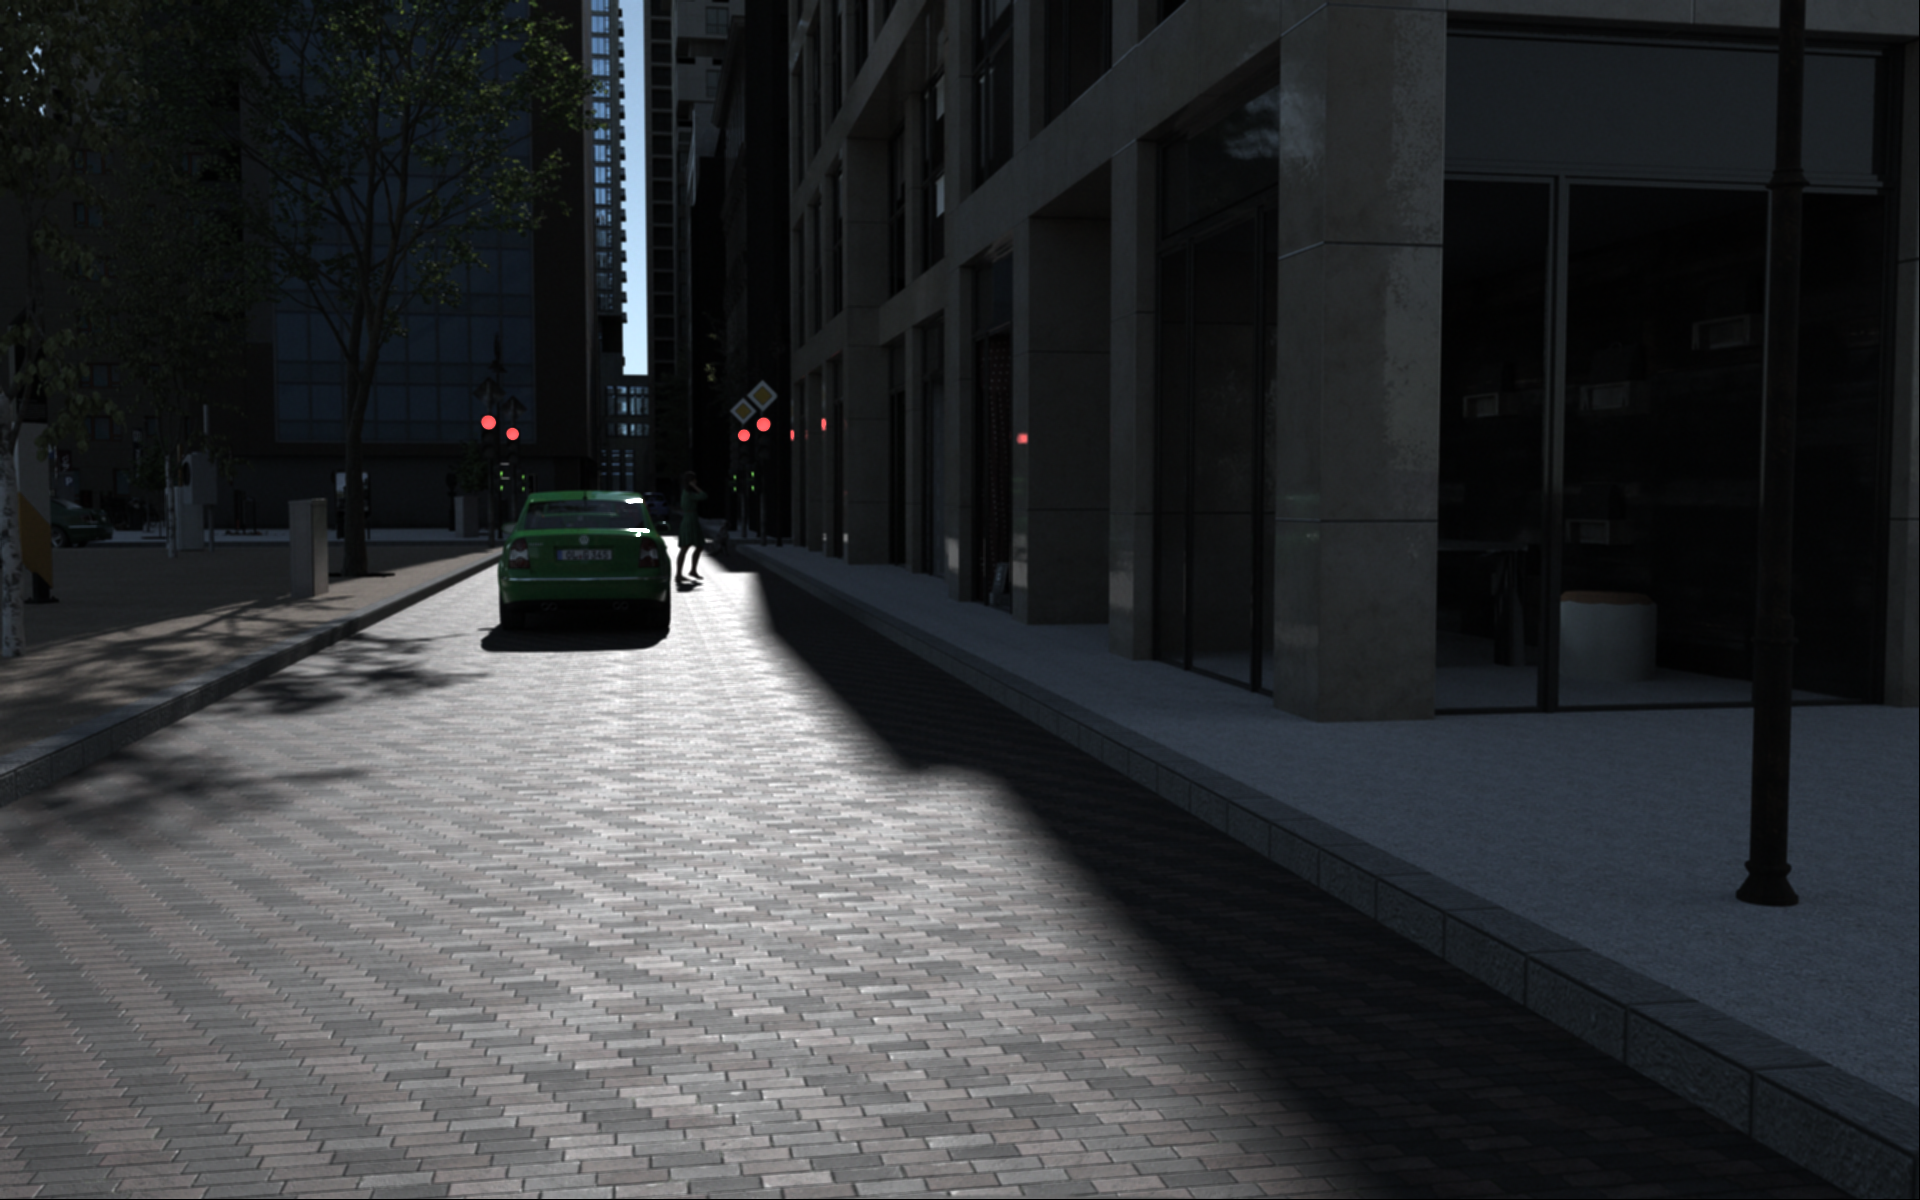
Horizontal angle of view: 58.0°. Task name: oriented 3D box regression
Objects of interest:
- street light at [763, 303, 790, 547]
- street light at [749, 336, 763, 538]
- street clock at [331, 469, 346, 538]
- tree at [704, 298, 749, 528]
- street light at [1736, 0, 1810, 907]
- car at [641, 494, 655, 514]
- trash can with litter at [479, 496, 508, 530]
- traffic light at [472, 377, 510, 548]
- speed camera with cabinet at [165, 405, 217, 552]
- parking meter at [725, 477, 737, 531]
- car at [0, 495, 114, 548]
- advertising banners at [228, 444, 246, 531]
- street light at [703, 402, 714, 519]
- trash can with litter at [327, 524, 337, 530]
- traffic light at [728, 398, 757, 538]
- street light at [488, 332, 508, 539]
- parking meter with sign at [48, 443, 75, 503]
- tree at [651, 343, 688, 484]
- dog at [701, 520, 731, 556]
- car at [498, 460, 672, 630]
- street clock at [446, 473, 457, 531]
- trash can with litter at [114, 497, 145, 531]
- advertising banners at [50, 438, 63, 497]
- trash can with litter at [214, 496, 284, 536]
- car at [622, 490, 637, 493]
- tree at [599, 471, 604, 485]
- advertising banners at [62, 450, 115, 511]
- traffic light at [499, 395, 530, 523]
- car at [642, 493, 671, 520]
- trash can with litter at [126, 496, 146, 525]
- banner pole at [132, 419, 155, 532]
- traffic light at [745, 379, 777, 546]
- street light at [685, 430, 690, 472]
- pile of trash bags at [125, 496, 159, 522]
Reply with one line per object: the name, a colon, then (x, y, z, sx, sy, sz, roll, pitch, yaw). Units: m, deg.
street light: (-4.411, -4.240, 42.116, 0.468, 5.910, 1.993, -1, 4, -10)
street light: (-5.931, -4.779, 50.924, 0.468, 5.910, 1.993, -1, 4, -10)
street clock: (-18.013, -2.801, 50.366, 0.471, 2.002, 0.358, 1, 4, 19)
tree: (-7.812, -7.019, 65.123, 4.360, 8.622, 3.978, 0, 3, 0)
street light: (2.551, -1.988, 5.294, 0.468, 5.910, 1.993, -1, 4, -10)
car: (-11.832, -3.179, 61.011, 2.155, 1.783, 4.494, -1, 4, -10)
trash can with litter: (-16.886, -3.127, 62.183, 2.233, 1.210, 1.678, -1, 4, -11)
traffic light: (-11.216, -3.211, 41.428, 0.839, 4.253, 0.868, -1, 4, -10)
speed camera with cabinet: (-17.243, -2.719, 38.794, 0.660, 3.252, 2.038, -3, 5, -40)
parking meter: (-7.960, -3.337, 60.265, 0.255, 1.863, 0.399, 3, 4, 36)
car: (-23.980, -1.938, 43.477, 4.920, 1.459, 2.131, -1, 4, -10)
advertising banners: (-25.519, -3.970, 61.103, 0.090, 3.025, 2.074, -1, 4, -9)
street light: (-12.665, -7.005, 87.325, 0.468, 5.910, 1.993, -1, 4, -10)
trash can with litter: (-22.264, -3.124, 62.138, 1.678, 1.210, 2.233, -1, 4, -9)
traffic light: (-6.323, -3.765, 50.470, 0.839, 4.253, 0.868, -1, 4, -10)
street light: (-13.169, -4.688, 49.437, 0.468, 5.910, 1.993, -1, 4, -10)
parking meter with sign: (-30.224, -3.796, 58.332, 1.738, 3.016, 0.543, 2, 4, 30)
tree: (-19.443, -12.951, 129.879, 7.486, 12.596, 7.792, 0, 3, 0)
dog: (-5.710, -1.435, 40.291, 0.800, 0.831, 0.513, -1, 4, -12)
car: (-4.255, -0.670, 19.748, 1.959, 1.807, 4.718, -1, 4, -11)
street clock: (-17.600, -3.391, 60.011, 0.358, 2.002, 0.471, -3, 5, -39)
trash can with litter: (-28.972, -2.994, 60.332, 1.055, 1.170, 0.624, 0, 4, 4)
advertising banners: (-28.437, -3.557, 54.353, 0.090, 3.025, 2.074, -2, 4, -34)
trash can with litter: (-22.426, -2.639, 54.212, 2.233, 1.210, 1.678, 2, 4, 29)
car: (-33.315, -10.143, 174.504, 2.281, 1.827, 5.304, -1, 4, -8)
tree: (-36.412, -11.313, 168.687, 4.285, 4.588, 4.351, 0, 3, 0)
advertising banners: (-34.885, -4.463, 69.162, 2.074, 3.025, 0.090, -3, 5, -43)
traffic light: (-12.673, -3.692, 49.280, 0.839, 4.253, 0.868, -1, 4, -10)
car: (-16.943, -5.270, 95.749, 1.945, 1.707, 3.694, -1, 4, -9)
trash can with litter: (-34.827, -3.726, 71.984, 1.678, 1.210, 2.233, 3, 5, 41)
banner pole: (-27.252, -4.139, 57.693, 0.401, 3.779, 0.863, 1, 4, 14)
traffic light: (-4.866, -3.284, 42.619, 0.839, 4.253, 0.868, -1, 4, -10)
street light: (-19.487, -9.255, 124.106, 0.468, 5.910, 1.993, -1, 4, -10)
pile of trash bags: (-37.580, -4.302, 80.097, 3.447, 1.369, 1.912, -3, 4, -37)
